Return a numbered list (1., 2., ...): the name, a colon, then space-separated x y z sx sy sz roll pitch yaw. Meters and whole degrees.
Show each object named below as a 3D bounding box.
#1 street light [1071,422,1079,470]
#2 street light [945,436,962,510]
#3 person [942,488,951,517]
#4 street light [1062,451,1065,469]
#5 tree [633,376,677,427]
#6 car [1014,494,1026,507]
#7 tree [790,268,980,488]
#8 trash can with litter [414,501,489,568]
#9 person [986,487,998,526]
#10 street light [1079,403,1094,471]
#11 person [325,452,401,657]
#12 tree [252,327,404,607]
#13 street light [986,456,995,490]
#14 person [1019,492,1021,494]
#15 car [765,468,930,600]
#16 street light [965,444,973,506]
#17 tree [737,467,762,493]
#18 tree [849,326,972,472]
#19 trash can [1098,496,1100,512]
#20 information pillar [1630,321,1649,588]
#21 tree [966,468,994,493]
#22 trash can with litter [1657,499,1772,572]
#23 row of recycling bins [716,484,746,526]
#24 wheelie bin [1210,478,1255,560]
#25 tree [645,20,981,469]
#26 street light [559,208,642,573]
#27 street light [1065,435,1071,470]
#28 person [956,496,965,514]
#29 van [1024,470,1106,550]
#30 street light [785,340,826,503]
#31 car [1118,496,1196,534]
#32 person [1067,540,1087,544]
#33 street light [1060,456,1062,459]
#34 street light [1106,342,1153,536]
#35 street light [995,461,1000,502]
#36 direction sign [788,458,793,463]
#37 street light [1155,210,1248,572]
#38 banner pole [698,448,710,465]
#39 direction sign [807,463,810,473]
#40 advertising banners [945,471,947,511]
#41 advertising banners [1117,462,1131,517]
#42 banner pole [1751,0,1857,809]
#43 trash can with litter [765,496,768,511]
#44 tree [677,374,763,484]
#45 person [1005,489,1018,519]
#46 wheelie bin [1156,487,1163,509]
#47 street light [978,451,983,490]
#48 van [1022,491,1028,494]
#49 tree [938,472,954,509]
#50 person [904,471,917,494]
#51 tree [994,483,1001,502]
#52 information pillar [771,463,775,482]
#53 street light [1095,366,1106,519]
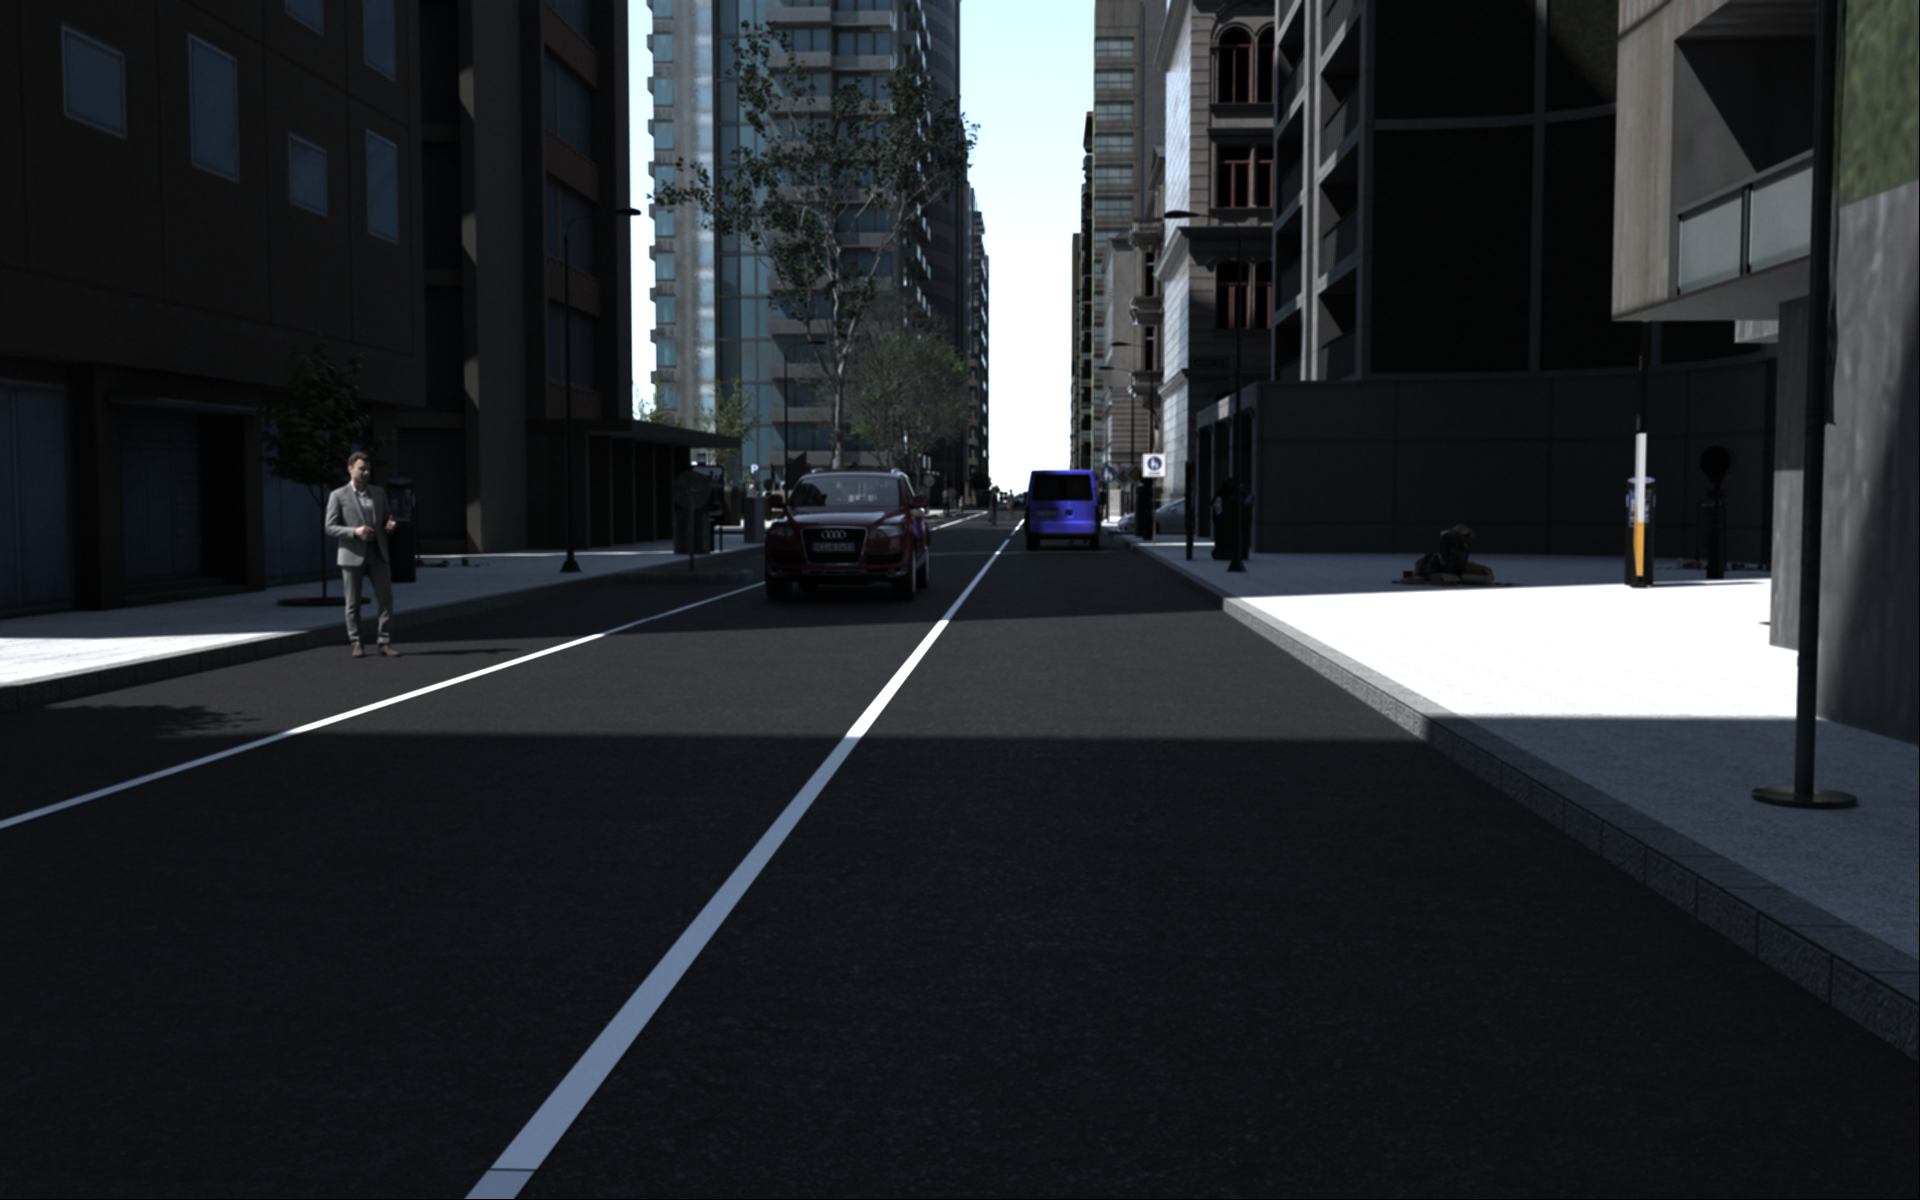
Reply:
1. street light: 8.095 -8.533 112.053 1.470 5.913 1.316 0 4 3
2. street light: -0.560 -10.121 138.021 1.470 5.913 1.316 0 4 3
3. person: -0.856 -6.172 109.600 0.592 1.802 0.473 -3 4 -38
4. street light: 10.615 -11.686 163.598 1.470 5.913 1.316 0 4 3
5. tree: -19.223 -9.602 107.361 4.737 8.622 4.395 0 3 0
6. car: 6.696 -10.762 187.751 2.131 1.459 4.920 0 4 4
7. tree: -4.099 -11.299 95.100 12.009 13.543 11.850 0 3 0
8. trash can with litter: -9.359 -1.186 30.444 2.233 1.210 1.678 -2 4 -29
9. person: 1.476 -4.270 78.738 0.534 1.772 0.576 -1 4 -15
10. street light: 6.915 -7.063 88.014 1.470 5.913 1.316 0 4 3
11. person: -5.201 -0.397 15.190 0.583 1.804 0.606 3 5 44
12. tree: -7.324 -1.568 20.233 1.663 3.219 1.824 0 3 0
13. street light: 3.415 -15.201 221.078 1.470 5.913 1.316 0 4 3
14. person: 8.601 -14.598 247.625 0.683 1.767 0.568 2 4 28
15. car: -1.550 -1.010 25.190 2.281 1.827 5.304 0 4 2
16. street light: 0.560 -11.592 162.063 1.470 5.913 1.316 0 4 3
17. tree: -15.135 -7.894 123.664 1.663 3.219 1.824 0 3 0
18. tree: -3.081 -11.006 105.701 9.928 11.665 9.643 0 3 0
19. trash can: 9.348 -6.340 115.319 0.748 1.137 0.748 0 3 0
20. information pillar: 9.340 -1.982 23.757 0.183 3.616 0.504 1 4 15
21. tree: 2.449 -14.082 213.946 4.285 4.588 4.351 0 3 0
22. trash can with litter: 12.942 -1.103 29.091 1.678 1.210 2.233 -3 4 -37
23. row of recycling bins: -10.425 -3.762 68.619 3.534 1.692 1.069 -1 4 -23
24. wheelie bin: 5.332 -1.580 33.746 0.693 1.594 0.980 3 4 37
25. tree: -6.393 -13.175 71.302 12.611 20.169 13.585 0 3 0
26. street light: -5.864 -3.409 28.273 1.470 5.913 1.316 0 4 3
27. street light: 9.455 -10.215 139.559 1.470 5.913 1.316 0 4 3
28. person: 0.043 -6.229 114.586 0.590 1.304 0.306 1 4 19
29. van: 2.747 -2.533 45.799 2.240 2.365 5.245 0 4 4
30. street light: -4.732 -4.891 52.504 1.470 5.913 1.316 0 4 3
31. car: 7.675 -2.772 57.684 4.827 1.381 2.083 0 4 3
32. person: 3.306 -2.515 49.712 0.616 1.811 0.778 3 5 43
33. street light: 11.785 -13.156 187.638 1.470 5.913 1.316 0 4 3
34. street light: 5.315 -4.924 53.041 1.470 5.913 1.316 0 4 3
35. street light: 4.569 -16.684 245.328 1.470 5.913 1.316 0 4 3
36. direction sign: -10.461 -7.167 109.182 0.876 3.537 0.379 -3 5 -42
37. street light: 4.039 -3.423 28.513 1.470 5.913 1.316 0 4 3
38. banner pole: -13.879 -6.376 94.270 0.863 3.779 0.401 -1 4 -18
39. direction sign: -11.223 -8.339 128.335 0.379 3.537 0.876 1 4 10
40. advertising banners: -1.011 -8.169 129.748 0.090 3.025 2.074 0 4 7
41. advertising banners: 9.055 -6.098 95.891 0.090 3.025 2.074 2 4 25
42. banner pole: 3.653 -1.058 7.318 0.401 3.779 0.863 2 4 33
43. trash can with litter: -9.958 -4.940 91.821 1.678 1.210 2.233 2 4 33
44. tree: -14.207 -9.495 105.599 4.737 8.622 4.395 0 3 0
45. person: 2.955 -5.497 99.121 0.760 1.731 0.466 1 4 18
46. wheelie bin: 8.815 -4.315 78.457 0.980 1.594 0.693 0 4 -5
47. street light: 1.746 -13.099 186.712 1.470 5.913 1.316 0 4 3
48. van: 9.817 -15.135 254.460 2.013 2.044 4.112 0 4 2
49. tree: -0.944 -9.571 151.082 1.663 3.219 1.824 0 3 0
50. person: -0.912 -1.276 29.463 0.850 1.850 0.679 -2 4 -30
51. tree: 6.182 -18.481 296.769 1.663 3.219 1.824 0 3 0
52. information pillar: -14.058 -8.487 130.116 0.183 3.616 0.504 2 4 24
53. street light: 5.743 -5.538 63.090 1.470 5.913 1.316 0 4 3
